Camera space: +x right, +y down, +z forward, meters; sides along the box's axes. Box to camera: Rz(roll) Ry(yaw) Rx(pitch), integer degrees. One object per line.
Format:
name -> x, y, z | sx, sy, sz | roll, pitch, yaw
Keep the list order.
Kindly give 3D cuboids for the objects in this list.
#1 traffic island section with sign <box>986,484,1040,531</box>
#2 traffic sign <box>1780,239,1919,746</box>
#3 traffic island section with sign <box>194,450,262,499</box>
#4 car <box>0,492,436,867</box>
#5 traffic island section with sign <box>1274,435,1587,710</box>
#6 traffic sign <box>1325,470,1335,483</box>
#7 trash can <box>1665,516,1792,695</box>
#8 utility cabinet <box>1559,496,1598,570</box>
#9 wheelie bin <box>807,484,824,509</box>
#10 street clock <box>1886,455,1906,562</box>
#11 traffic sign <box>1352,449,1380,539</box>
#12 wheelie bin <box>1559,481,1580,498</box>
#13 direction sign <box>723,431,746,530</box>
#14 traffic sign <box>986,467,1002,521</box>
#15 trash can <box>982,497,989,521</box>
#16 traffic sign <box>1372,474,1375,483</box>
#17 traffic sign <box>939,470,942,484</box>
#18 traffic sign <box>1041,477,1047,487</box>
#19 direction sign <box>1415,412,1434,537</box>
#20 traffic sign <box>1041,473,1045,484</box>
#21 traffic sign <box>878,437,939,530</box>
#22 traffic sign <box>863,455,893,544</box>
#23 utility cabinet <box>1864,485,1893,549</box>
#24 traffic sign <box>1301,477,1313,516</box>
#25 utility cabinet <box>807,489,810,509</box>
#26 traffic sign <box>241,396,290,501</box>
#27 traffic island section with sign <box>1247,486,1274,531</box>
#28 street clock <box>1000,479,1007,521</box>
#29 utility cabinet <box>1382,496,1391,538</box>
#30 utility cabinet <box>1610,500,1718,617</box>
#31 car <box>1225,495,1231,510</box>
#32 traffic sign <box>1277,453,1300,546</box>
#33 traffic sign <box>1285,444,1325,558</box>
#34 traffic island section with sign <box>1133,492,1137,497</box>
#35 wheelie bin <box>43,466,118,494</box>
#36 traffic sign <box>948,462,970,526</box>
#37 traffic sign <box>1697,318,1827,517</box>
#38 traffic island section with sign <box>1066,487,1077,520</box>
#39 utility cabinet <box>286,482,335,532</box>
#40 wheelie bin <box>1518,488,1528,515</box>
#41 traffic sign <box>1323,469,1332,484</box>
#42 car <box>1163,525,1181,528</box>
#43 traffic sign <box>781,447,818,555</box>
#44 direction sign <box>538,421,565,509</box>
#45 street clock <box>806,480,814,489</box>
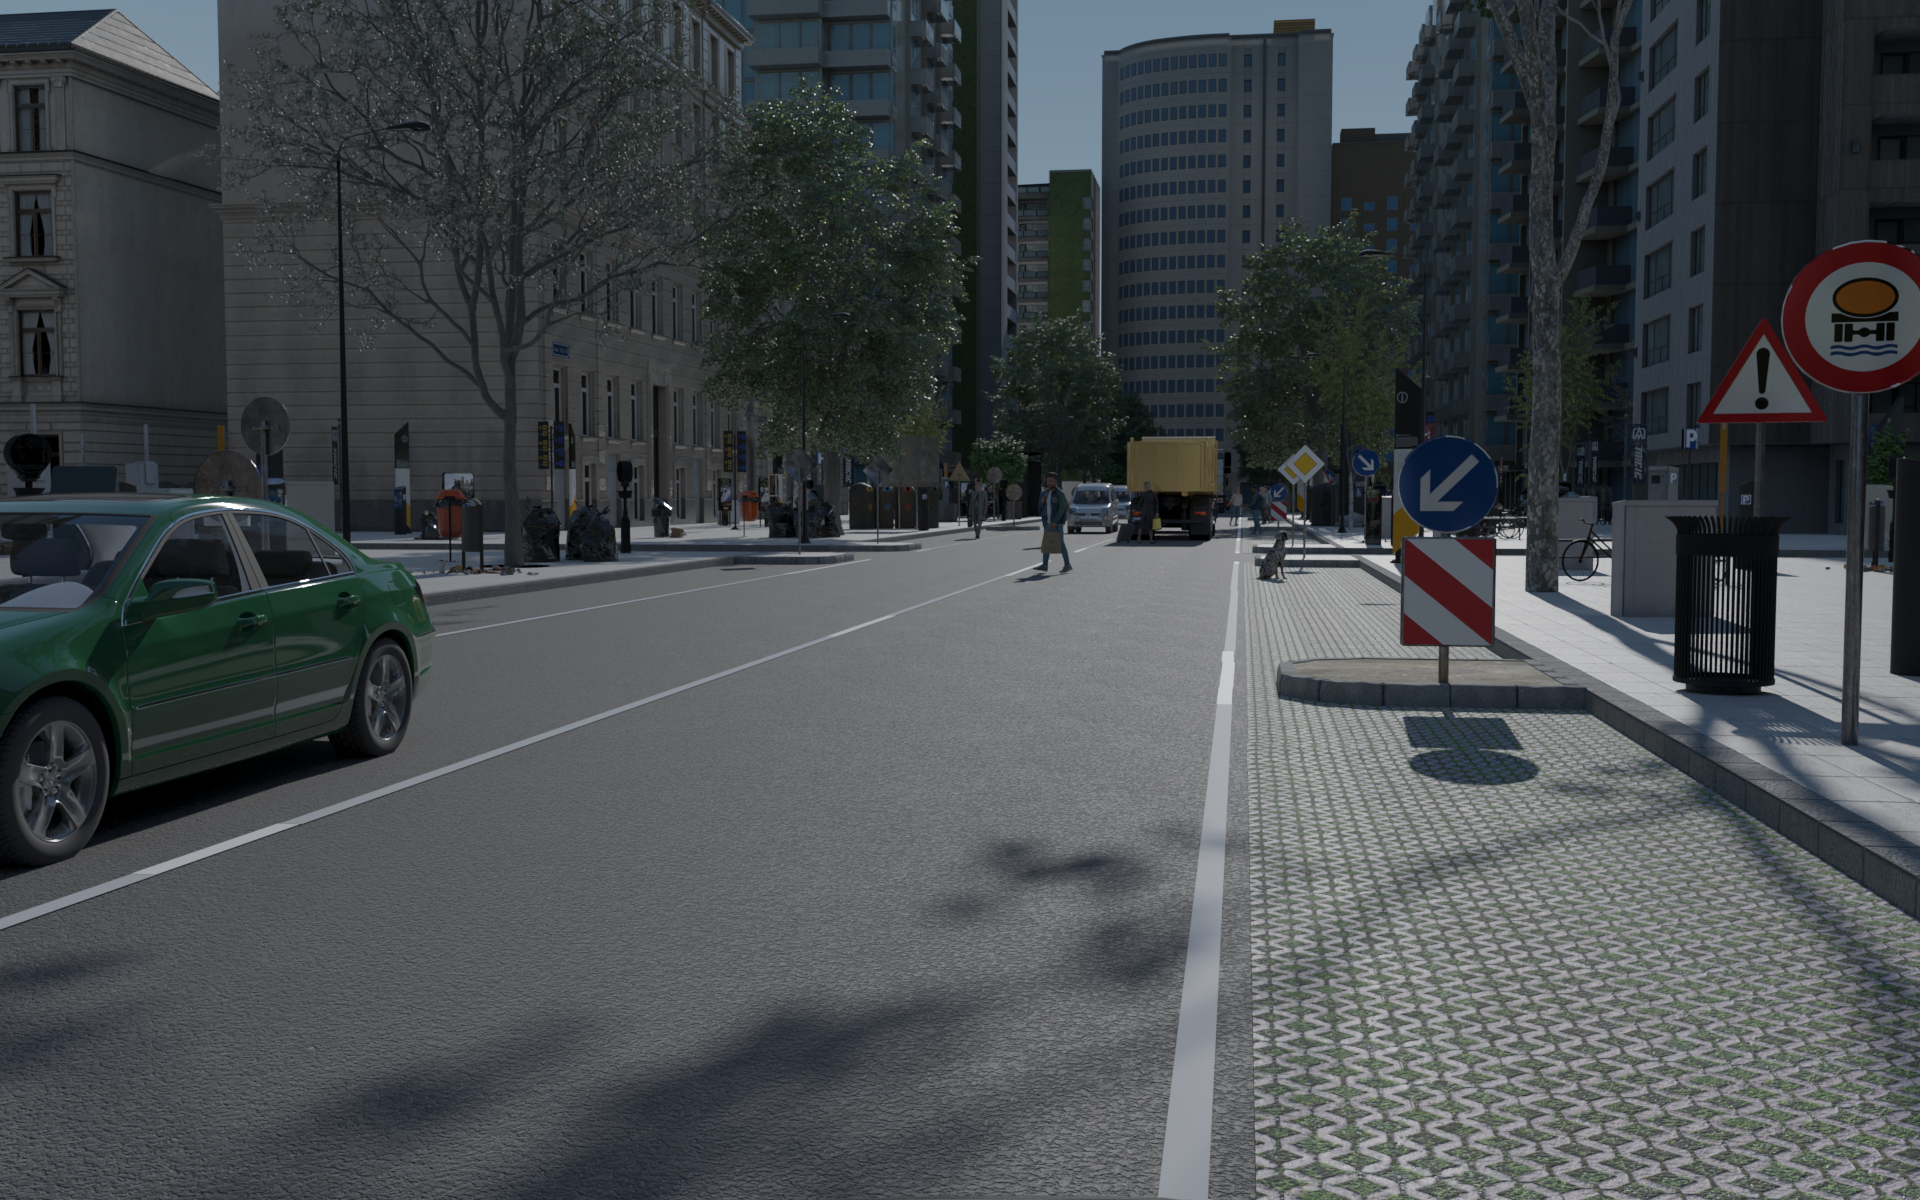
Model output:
traffic island section with sign -> 2.153, -3.683, 68.843 | 1.989, 1.847, 2.006 | 1, 4, 9
traffic sign -> 4.552, -0.531, 8.787 | 0.768, 2.556, 0.104 | 1, 4, 18
traffic island section with sign -> -6.638, -0.386, 14.938 | 1.989, 1.847, 2.006 | 1, 4, 9
car -> -4.202, 0.217, 8.257 | 2.131, 1.459, 4.920 | 0, 4, 7
traffic island section with sign -> 3.312, -0.236, 12.493 | 1.989, 1.847, 2.006 | 1, 4, 9
traffic sign -> 19.783, -5.692, 93.170 | 0.768, 2.556, 0.104 | 1, 4, 18
trash can -> 4.961, 0.026, 11.226 | 0.748, 1.137, 0.748 | 0, 3, 0
utility cabinet -> 10.167, -1.110, 29.306 | 1.020, 1.237, 0.306 | 1, 4, 9
wheelie bin -> -4.589, -2.978, 56.603 | 0.693, 1.594, 0.980 | 3, 4, 36
street clock -> 17.577, -1.709, 32.515 | 0.358, 2.002, 0.471 | 3, 4, 38
traffic sign -> 11.567, -3.012, 49.357 | 0.768, 2.556, 0.104 | 1, 4, 16
wheelie bin -> 14.323, -2.052, 41.452 | 0.980, 1.594, 0.693 | 1, 4, 22
direction sign -> -8.061, -4.286, 62.078 | 0.876, 3.537, 0.379 | -2, 4, -33
traffic sign -> 1.606, -4.970, 81.373 | 0.768, 2.556, 0.104 | 1, 4, 13
trash can -> 1.023, -4.339, 82.600 | 0.748, 1.137, 0.748 | 0, 3, 0
traffic sign -> 22.701, -5.887, 96.365 | 0.768, 2.556, 0.104 | 1, 4, 10
traffic sign -> -1.059, -4.316, 72.695 | 0.606, 2.300, 0.079 | 1, 4, 18
traffic sign -> 5.163, -6.285, 104.897 | 0.606, 2.300, 0.079 | 1, 4, 11
direction sign -> 12.560, -3.403, 47.629 | 0.876, 3.537, 0.379 | 1, 4, 10
traffic sign -> 4.462, -6.061, 99.206 | 0.768, 2.556, 0.104 | 1, 4, 10
traffic sign -> -1.850, -4.142, 61.599 | 2.265, 3.308, 0.079 | 1, 4, 11
traffic sign -> -2.112, -2.502, 44.547 | 0.795, 2.450, 0.064 | 1, 4, 9
utility cabinet -> 21.085, -1.922, 40.101 | 1.173, 1.500, 0.318 | -2, 4, -27
traffic sign -> 17.935, -5.346, 89.534 | 0.606, 2.300, 0.079 | 1, 4, 18
utility cabinet -> -6.537, -4.401, 80.633 | 1.173, 1.500, 0.318 | -1, 4, -10
traffic sign -> -9.085, -1.378, 22.638 | 0.768, 2.556, 0.104 | 1, 4, 18
traffic island section with sign -> 12.247, -3.585, 67.236 | 1.989, 1.847, 2.006 | 1, 4, 9
street clock -> 2.088, -4.778, 82.692 | 0.358, 2.002, 0.471 | 1, 4, 17
utility cabinet -> 12.737, -2.408, 50.537 | 1.020, 1.237, 0.306 | 3, 4, 38
utility cabinet -> 7.390, -0.431, 18.203 | 1.020, 1.237, 0.306 | 0, 4, -6
car -> 22.841, -8.788, 152.729 | 2.155, 1.783, 4.494 | 0, 4, 7
traffic sign -> 8.242, -2.398, 42.844 | 0.795, 2.450, 0.064 | 1, 4, 9
traffic sign -> 6.957, -1.916, 34.962 | 0.795, 2.450, 0.064 | 1, 4, 9
traffic island section with sign -> 14.575, -8.343, 145.032 | 1.989, 1.847, 2.006 | 1, 4, 9
wheelie bin -> -9.817, -0.704, 19.413 | 0.980, 1.594, 0.693 | -1, 4, -18
traffic sign -> -0.034, -4.237, 69.284 | 0.884, 2.594, 0.081 | 1, 4, 11
traffic sign -> 5.963, -0.791, 12.934 | 0.884, 2.594, 0.081 | 1, 4, 16
traffic island section with sign -> 6.491, -5.310, 95.448 | 1.989, 1.847, 2.006 | 1, 4, 9
utility cabinet -> -11.769, -1.372, 31.104 | 0.318, 1.500, 1.173 | 1, 4, 22
wheelie bin -> 29.617, -5.071, 90.813 | 0.693, 1.594, 0.980 | 1, 4, 20
traffic sign -> 18.842, -5.501, 89.944 | 0.884, 2.594, 0.081 | 1, 4, 10
car -> 8.051, -3.254, 65.572 | 2.083, 1.381, 4.827 | 0, 4, 7
traffic sign -> -3.397, -2.020, 36.665 | 0.795, 2.450, 0.064 | 1, 4, 9
direction sign -> -12.719, -3.790, 53.965 | 0.876, 3.537, 0.379 | 1, 4, 12
street clock -> -7.483, -5.004, 86.382 | 0.358, 2.002, 0.471 | 1, 4, 16
